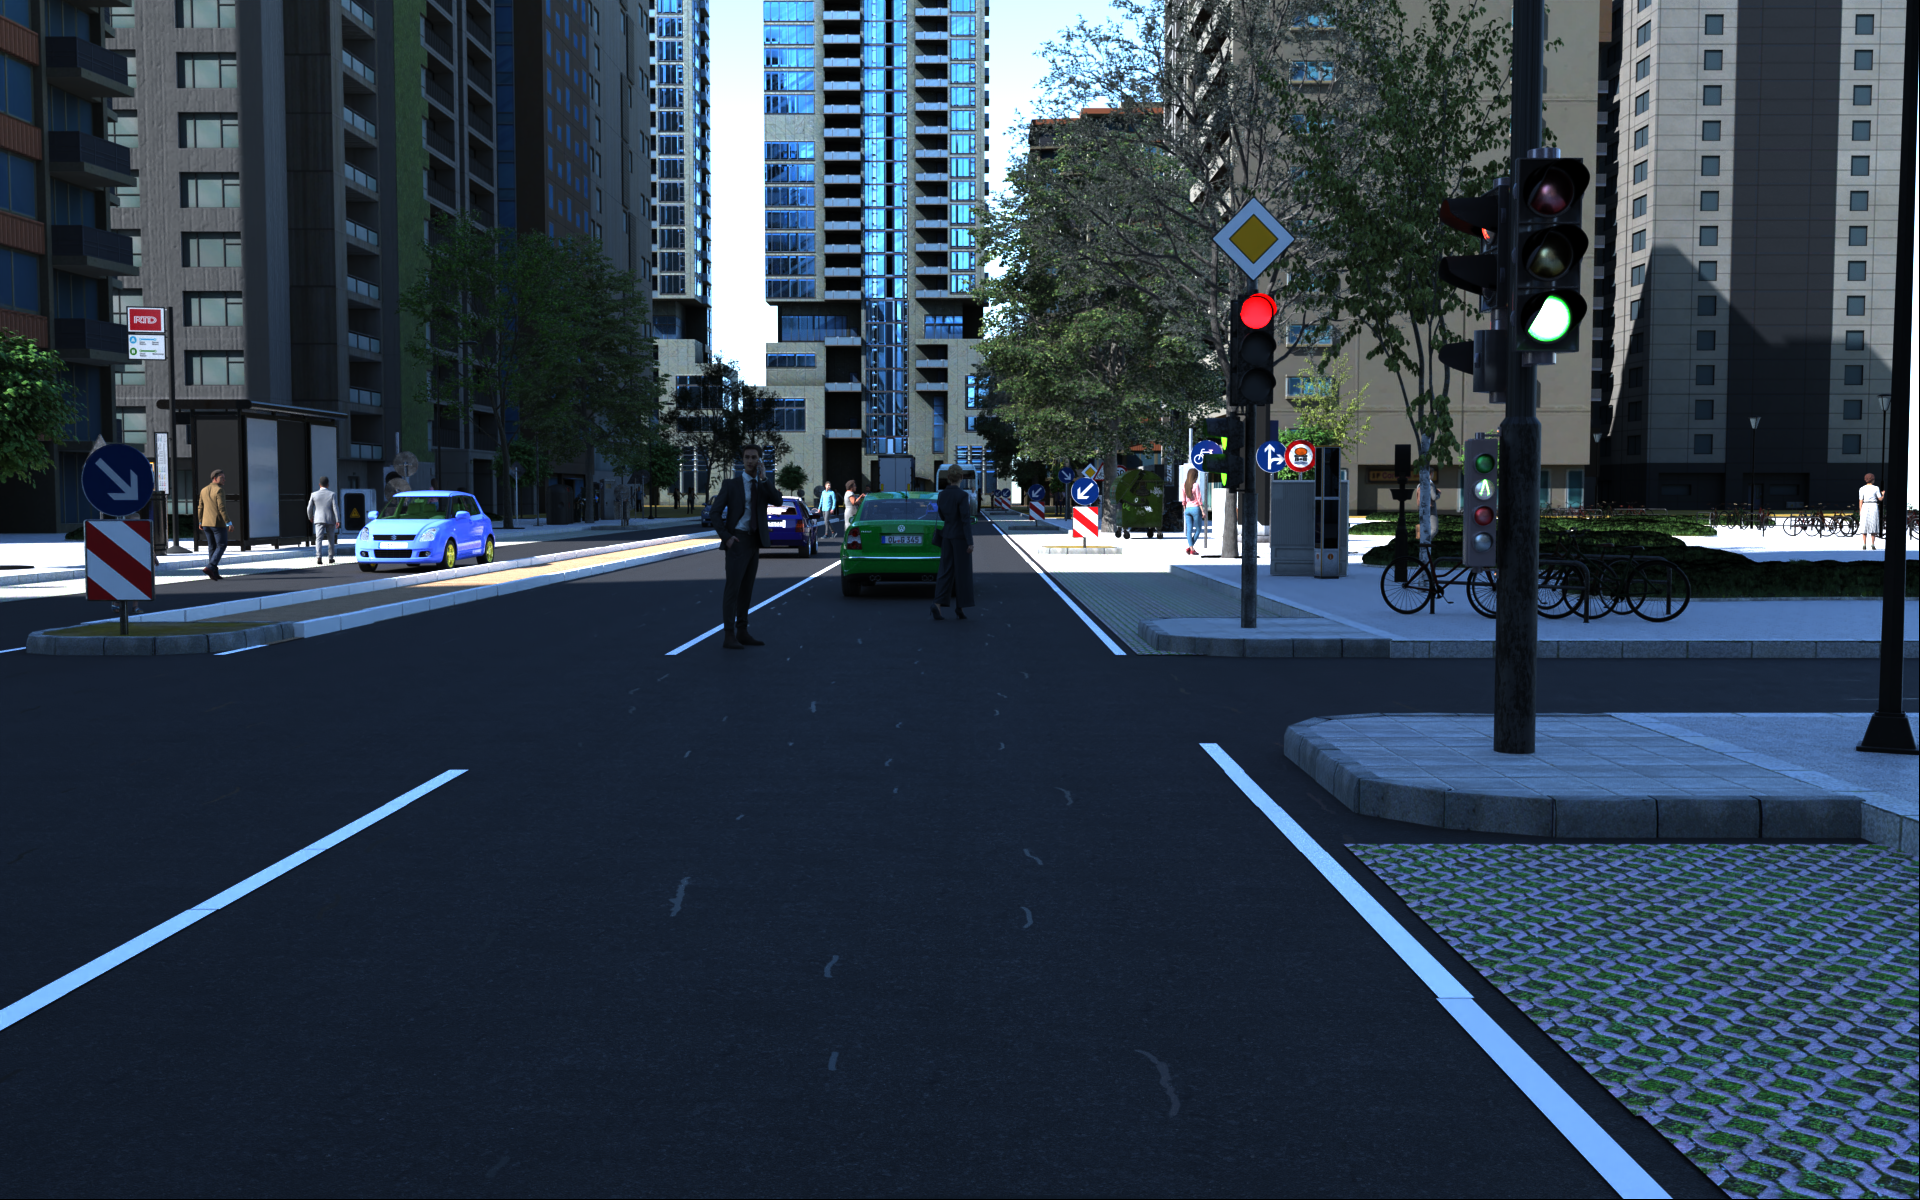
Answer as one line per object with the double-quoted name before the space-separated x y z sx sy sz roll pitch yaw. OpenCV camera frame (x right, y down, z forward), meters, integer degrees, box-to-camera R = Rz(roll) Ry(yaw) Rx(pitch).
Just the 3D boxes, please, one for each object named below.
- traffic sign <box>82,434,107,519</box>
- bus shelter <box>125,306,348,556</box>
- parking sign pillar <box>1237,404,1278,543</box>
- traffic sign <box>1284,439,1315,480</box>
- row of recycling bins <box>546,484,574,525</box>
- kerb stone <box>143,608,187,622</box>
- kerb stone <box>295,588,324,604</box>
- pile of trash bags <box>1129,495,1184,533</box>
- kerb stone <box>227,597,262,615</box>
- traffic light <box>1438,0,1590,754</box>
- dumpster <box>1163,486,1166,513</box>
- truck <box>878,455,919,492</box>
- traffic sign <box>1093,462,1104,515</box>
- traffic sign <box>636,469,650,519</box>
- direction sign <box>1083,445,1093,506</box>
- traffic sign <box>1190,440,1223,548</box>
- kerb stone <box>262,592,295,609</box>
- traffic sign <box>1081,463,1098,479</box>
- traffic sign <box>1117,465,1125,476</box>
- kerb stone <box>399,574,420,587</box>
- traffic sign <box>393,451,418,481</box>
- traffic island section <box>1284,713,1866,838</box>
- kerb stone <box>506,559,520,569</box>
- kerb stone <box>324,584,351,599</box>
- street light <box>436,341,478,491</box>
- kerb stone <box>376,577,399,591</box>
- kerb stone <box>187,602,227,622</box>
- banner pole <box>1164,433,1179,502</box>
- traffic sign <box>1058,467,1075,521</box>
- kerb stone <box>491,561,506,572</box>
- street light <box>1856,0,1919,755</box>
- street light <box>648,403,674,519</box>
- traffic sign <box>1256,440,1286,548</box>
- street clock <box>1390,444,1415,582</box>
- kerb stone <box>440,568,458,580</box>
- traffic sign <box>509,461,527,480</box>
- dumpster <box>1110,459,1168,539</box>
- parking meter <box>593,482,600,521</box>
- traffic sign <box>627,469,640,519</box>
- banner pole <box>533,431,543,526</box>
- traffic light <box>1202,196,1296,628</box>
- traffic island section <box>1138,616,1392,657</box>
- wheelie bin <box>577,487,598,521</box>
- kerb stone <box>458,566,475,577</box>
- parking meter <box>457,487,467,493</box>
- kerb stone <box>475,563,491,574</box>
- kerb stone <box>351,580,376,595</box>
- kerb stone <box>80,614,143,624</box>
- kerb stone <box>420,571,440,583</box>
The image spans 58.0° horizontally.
"traffic sign" -18.672 -2.302 37.647 0.884 2.594 0.081 0 4 7
"bus shelter" -16.696 -3.801 39.786 2.179 5.291 8.768 0 4 0
"parking sign pillar" 7.911 -3.518 45.994 1.447 3.967 1.447 -2 4 -24
"traffic sign" 7.933 -2.464 40.399 0.768 2.556 0.104 0 4 2
"row of recycling bins" -17.066 -4.075 73.732 1.069 1.692 3.534 0 4 -7
"kerb stone" -8.683 0.213 18.751 0.120 0.150 1.000 0 3 0
"kerb stone" -8.675 -0.040 22.866 0.120 0.150 1.000 0 3 0
"pile of trash bags" 6.671 -3.022 59.155 1.912 1.369 3.447 1 4 17
"kerb stone" -8.676 0.085 20.808 0.120 0.150 1.000 0 3 0
"traffic light" 0.648 -2.064 8.414 4.771 5.953 1.251 0 3 0
"dumpster" 7.217 -3.718 66.555 1.264 1.857 1.865 0 4 0
"truck" -4.601 -8.549 128.683 2.839 4.237 11.283 0 3 0
"traffic sign" 5.815 -4.317 70.579 0.884 2.594 0.081 0 4 6
"traffic sign" -16.407 -5.475 89.617 0.768 2.556 0.104 0 4 5
"direction sign" 5.854 -5.328 79.110 0.379 3.537 0.876 -2 4 -26
"traffic sign" 5.830 -2.502 41.008 0.768 2.556 0.104 0 4 8
"kerb stone" -8.670 0.023 21.841 0.120 0.150 1.000 0 3 0
"traffic sign" 5.549 -4.514 73.529 0.795 2.593 0.064 1 4 10
"traffic sign" 6.968 -4.624 75.714 0.768 2.556 0.104 0 4 7
"kerb stone" -8.660 -0.286 26.955 0.120 0.150 1.000 0 3 0
"traffic sign" -16.432 -3.134 51.352 0.768 2.556 0.104 0 4 4
"traffic island section" 2.780 0.833 8.665 2.009 0.180 2.903 0 3 0
"kerb stone" -8.647 -0.667 33.103 0.120 0.150 1.000 0 3 0
"kerb stone" -8.667 -0.103 23.888 0.120 0.150 1.000 0 3 0
"street light" -15.312 -4.902 52.689 1.470 5.913 1.316 0 3 0
"kerb stone" -8.665 -0.229 25.932 0.120 0.150 1.000 0 3 0
"kerb stone" -8.672 0.152 19.786 0.120 0.150 1.000 0 3 0
"banner pole" 8.472 -4.829 68.967 0.863 3.779 0.401 -1 4 -22
"traffic sign" 5.025 -5.001 81.880 0.768 2.556 0.104 0 4 2
"kerb stone" -8.645 -0.605 32.080 0.120 0.150 1.000 0 3 0
"street light" 4.118 -2.200 8.514 1.470 5.913 1.316 0 3 0
"street light" -15.210 -7.067 88.092 1.470 5.913 1.316 0 3 0
"traffic sign" 7.413 -2.514 41.211 0.768 2.556 0.104 0 4 1
"street clock" 6.443 -1.265 25.253 0.358 2.002 0.471 1 4 14
"kerb stone" -8.657 -0.416 29.003 0.120 0.150 1.000 0 3 0
"traffic sign" -17.399 -4.171 67.930 0.795 2.593 0.064 0 4 3
"dumpster" 5.119 -2.884 49.644 1.502 2.255 1.985 0 3 0
"parking meter" -18.978 -5.194 90.629 0.255 1.863 0.399 -1 4 -11
"traffic sign" -16.947 -5.529 90.401 0.884 2.594 0.081 1 4 9
"banner pole" -16.829 -4.833 69.044 0.401 3.779 0.863 -1 4 -18
"traffic light" 2.757 -1.689 16.536 0.839 4.253 0.868 0 3 0
"traffic island section" 2.797 0.344 16.650 2.009 0.180 2.903 0 3 0
"wheelie bin" -17.596 -4.523 81.862 0.980 1.594 0.693 -1 4 -13
"kerb stone" -8.649 -0.479 30.036 0.120 0.150 1.000 0 3 0
"parking meter" -18.846 -3.495 65.561 0.372 1.533 0.369 0 3 0
"kerb stone" -8.651 -0.538 31.058 0.120 0.150 1.000 0 3 0
"kerb stone" -8.665 -0.166 24.910 0.120 0.150 1.000 0 3 0
"kerb stone" -8.681 0.274 17.718 0.120 0.150 1.000 0 3 0
"kerb stone" -8.661 -0.349 27.979 0.120 0.150 1.000 0 3 0
